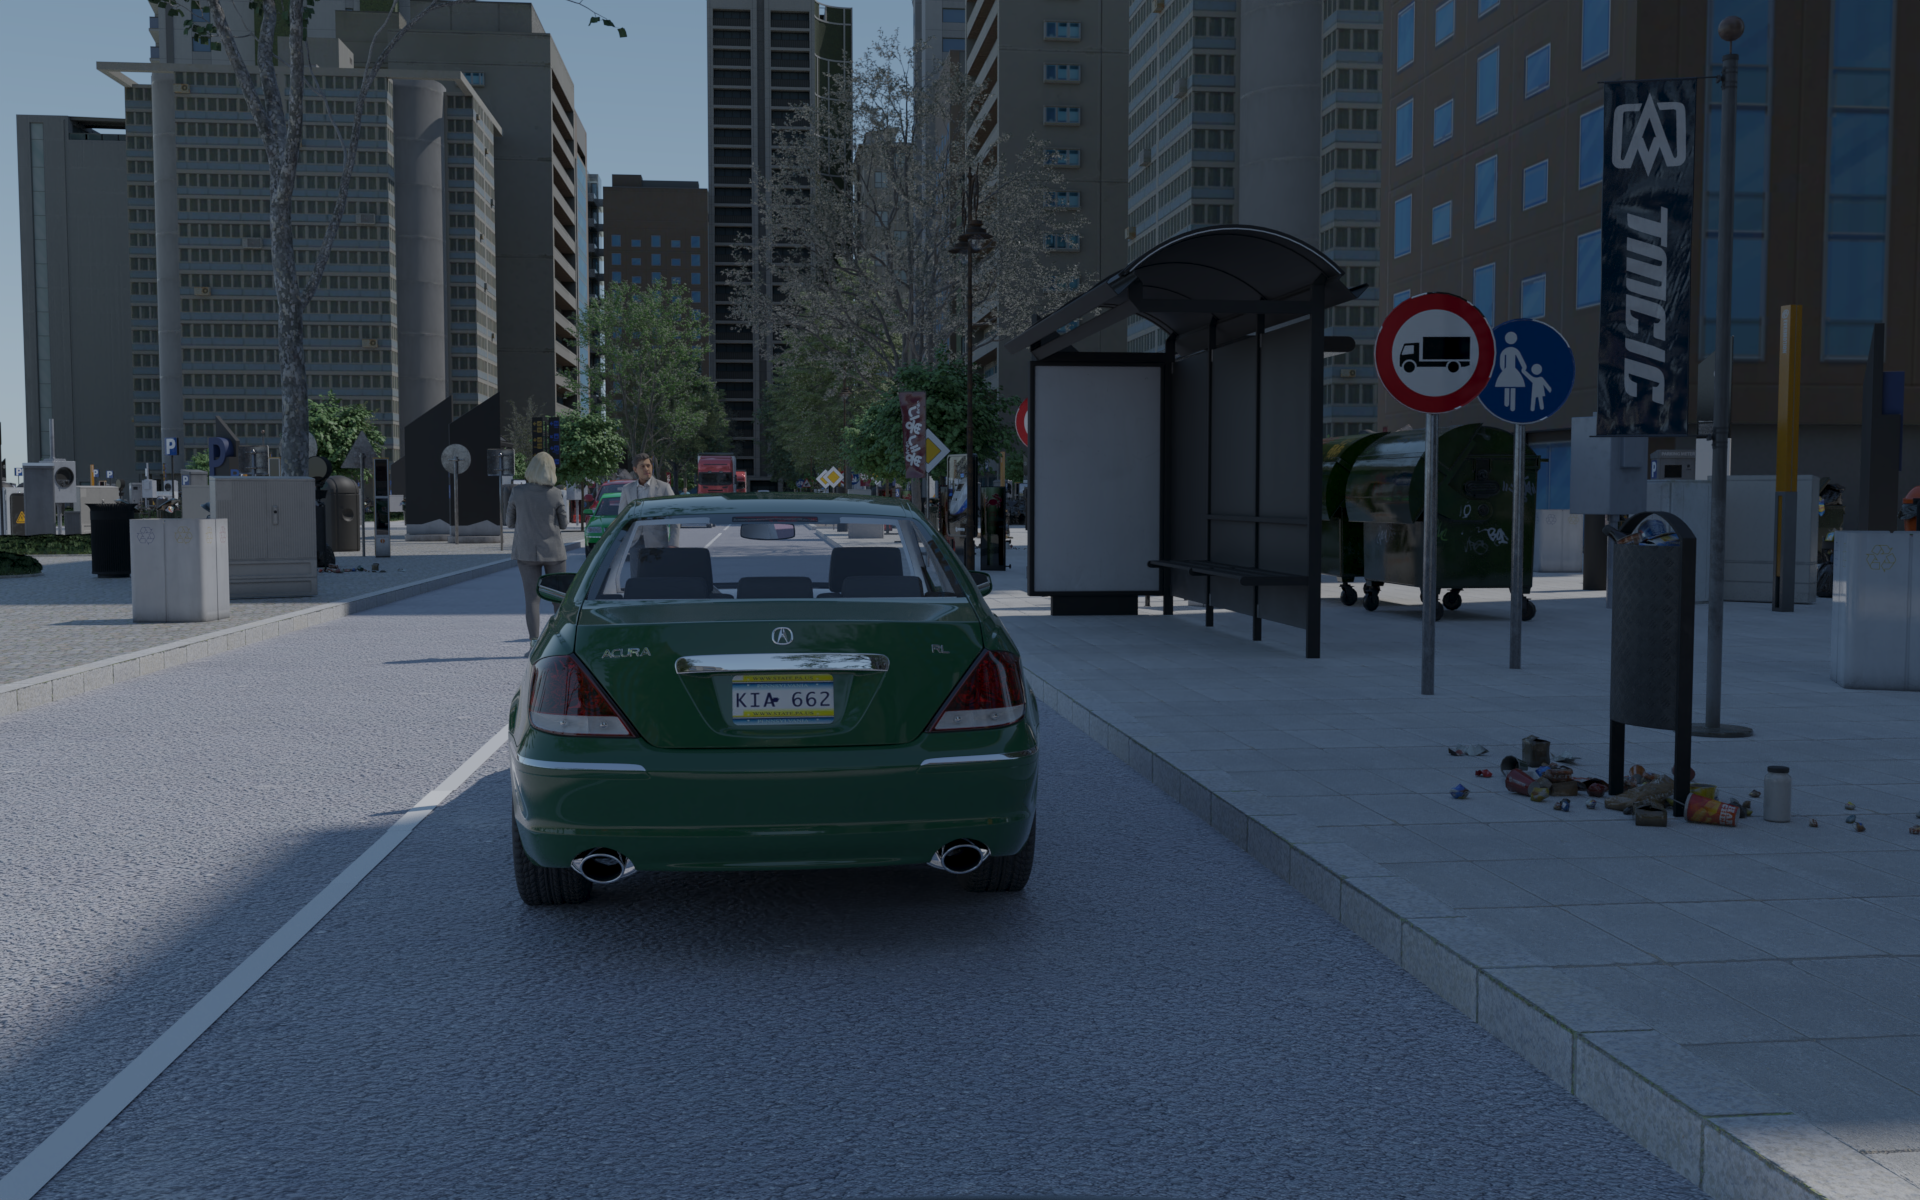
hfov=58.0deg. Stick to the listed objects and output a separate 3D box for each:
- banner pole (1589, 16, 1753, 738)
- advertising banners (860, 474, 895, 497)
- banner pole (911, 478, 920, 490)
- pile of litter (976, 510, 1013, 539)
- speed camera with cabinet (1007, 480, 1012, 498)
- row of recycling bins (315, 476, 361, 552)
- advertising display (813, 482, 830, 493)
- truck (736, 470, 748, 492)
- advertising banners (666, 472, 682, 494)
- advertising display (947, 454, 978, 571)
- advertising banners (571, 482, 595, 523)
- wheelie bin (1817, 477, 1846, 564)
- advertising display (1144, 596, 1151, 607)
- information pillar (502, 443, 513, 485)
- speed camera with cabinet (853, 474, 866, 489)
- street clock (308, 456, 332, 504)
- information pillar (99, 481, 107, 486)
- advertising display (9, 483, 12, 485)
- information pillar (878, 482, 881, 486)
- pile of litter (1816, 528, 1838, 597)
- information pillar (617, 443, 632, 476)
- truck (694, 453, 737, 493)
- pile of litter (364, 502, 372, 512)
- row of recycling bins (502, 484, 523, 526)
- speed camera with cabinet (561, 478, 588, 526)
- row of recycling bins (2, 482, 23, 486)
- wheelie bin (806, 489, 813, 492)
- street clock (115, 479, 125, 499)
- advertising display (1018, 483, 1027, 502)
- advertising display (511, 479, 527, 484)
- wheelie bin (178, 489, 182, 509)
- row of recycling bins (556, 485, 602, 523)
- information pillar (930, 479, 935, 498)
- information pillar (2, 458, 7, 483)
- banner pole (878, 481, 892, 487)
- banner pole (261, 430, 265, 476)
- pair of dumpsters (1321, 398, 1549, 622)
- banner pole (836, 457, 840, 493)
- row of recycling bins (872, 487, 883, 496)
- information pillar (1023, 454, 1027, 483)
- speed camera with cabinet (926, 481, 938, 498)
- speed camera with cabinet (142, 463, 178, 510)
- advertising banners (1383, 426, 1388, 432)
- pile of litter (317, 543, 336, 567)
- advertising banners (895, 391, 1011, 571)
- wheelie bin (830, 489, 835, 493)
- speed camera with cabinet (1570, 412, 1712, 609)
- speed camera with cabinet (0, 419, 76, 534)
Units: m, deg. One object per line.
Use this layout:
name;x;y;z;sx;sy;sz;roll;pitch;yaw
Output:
banner pole;3.815;-1.175;9.234;0.863;3.779;0.401;1;4;12
advertising banners;-2.561;-3.909;60.104;2.074;3.025;0.090;0;4;1
banner pole;-3.111;-7.902;119.213;0.863;3.779;0.401;-2;4;-28
pile of litter;0.993;-2.207;50.046;1.176;0.858;1.719;1;4;10
speed camera with cabinet;2.403;-7.217;112.336;2.038;3.252;0.660;-2;4;-34
row of recycling bins;-14.534;-2.004;39.875;1.069;1.692;3.534;-2;4;-30
advertising display;-7.372;-5.332;92.399;0.974;1.923;0.123;2;4;26
truck;-26.270;-13.078;202.743;2.839;4.237;11.283;0;4;-7
advertising banners;-22.657;-8.677;138.050;0.090;3.025;2.074;3;4;38
advertising display;0.039;-1.394;28.003;0.123;1.923;0.974;-2;4;-24
advertising banners;-16.819;-4.867;75.770;2.074;3.025;0.090;-2;4;-34
wheelie bin;15.960;-1.473;31.992;0.693;1.594;0.980;1;4;17
advertising display;1.715;-0.889;19.752;0.974;1.923;0.123;0;4;5
information pillar;-20.865;-5.418;79.936;0.504;3.616;0.183;-2;4;-35
speed camera with cabinet;-5.511;-6.905;107.232;2.038;3.252;0.660;0;4;4
street clock;-12.245;-1.743;33.071;0.471;2.002;0.358;0;4;4
information pillar;-47.835;-5.640;96.701;0.304;2.012;0.304;-1;4;-11
advertising display;-54.689;-5.772;99.593;0.123;1.923;0.974;-3;5;-44
information pillar;-4.923;-7.150;108.260;0.504;3.616;0.183;-1;4;-21
pile of litter;11.277;-0.470;21.654;1.719;0.858;1.176;-3;5;-43
information pillar;-14.713;-5.146;75.496;0.504;3.616;0.183;-2;4;-34
truck;-16.785;-8.002;119.751;2.839;4.237;11.283;0;4;-7
pile of litter;-33.083;-5.072;96.894;1.176;0.858;1.719;-3;5;-44
row of recycling bins;-18.097;-3.861;70.248;1.069;1.692;3.534;-2;4;-27
speed camera with cabinet;-15.879;-4.586;69.315;0.660;3.252;2.038;3;4;39
row of recycling bins;-32.606;-3.139;58.428;3.534;1.692;1.069;1;4;14
wheelie bin;-10.230;-6.770;118.599;0.980;1.594;0.693;-1;4;-14
street clock;-40.131;-4.786;82.821;0.471;2.002;0.358;2;4;34
advertising display;3.827;-5.803;100.087;0.974;1.923;0.123;-1;4;-21
advertising display;-19.025;-4.252;74.740;0.123;1.923;0.974;1;4;22
wheelie bin;-52.260;-6.641;116.492;0.980;1.594;0.693;1;4;11
row of recycling bins;-16.592;-4.331;77.930;3.534;1.692;1.069;-2;4;-24
information pillar;-1.252;-5.117;75.012;0.183;3.616;0.504;2;4;31
information pillar;-62.310;-7.429;112.823;0.183;3.616;0.504;1;4;15
banner pole;-3.215;-5.007;71.889;0.863;3.779;0.401;1;4;20
banner pole;-27.353;-4.775;68.095;0.401;3.779;0.863;-1;4;-19
pair of dumpsters;4.945;-1.033;19.378;1.574;2.255;4.437;0;4;-6
banner pole;-7.197;-6.863;102.230;0.401;3.779;0.863;1;4;14
row of recycling bins;-6.189;-8.419;144.767;3.534;1.692;1.069;2;4;29
information pillar;3.904;-6.712;101.090;0.504;3.616;0.183;3;4;39
speed camera with cabinet;-0.982;-6.717;104.155;2.038;3.252;0.660;0;4;4
speed camera with cabinet;-50.940;-7.091;110.277;2.038;3.252;0.660;0;4;2
advertising banners;10.971;-3.015;45.487;0.090;3.025;2.074;0;4;2
pile of litter;-11.636;-0.990;30.155;1.176;0.858;1.719;3;5;44
advertising banners;-0.106;-2.017;29.165;2.074;3.025;0.090;2;4;25
wheelie bin;-8.527;-6.411;112.720;0.980;1.594;0.693;3;5;40
speed camera with cabinet;7.906;-1.567;19.950;2.038;3.252;0.660;-2;4;-33
speed camera with cabinet;-24.021;-3.094;44.924;0.660;3.252;2.038;2;4;26
